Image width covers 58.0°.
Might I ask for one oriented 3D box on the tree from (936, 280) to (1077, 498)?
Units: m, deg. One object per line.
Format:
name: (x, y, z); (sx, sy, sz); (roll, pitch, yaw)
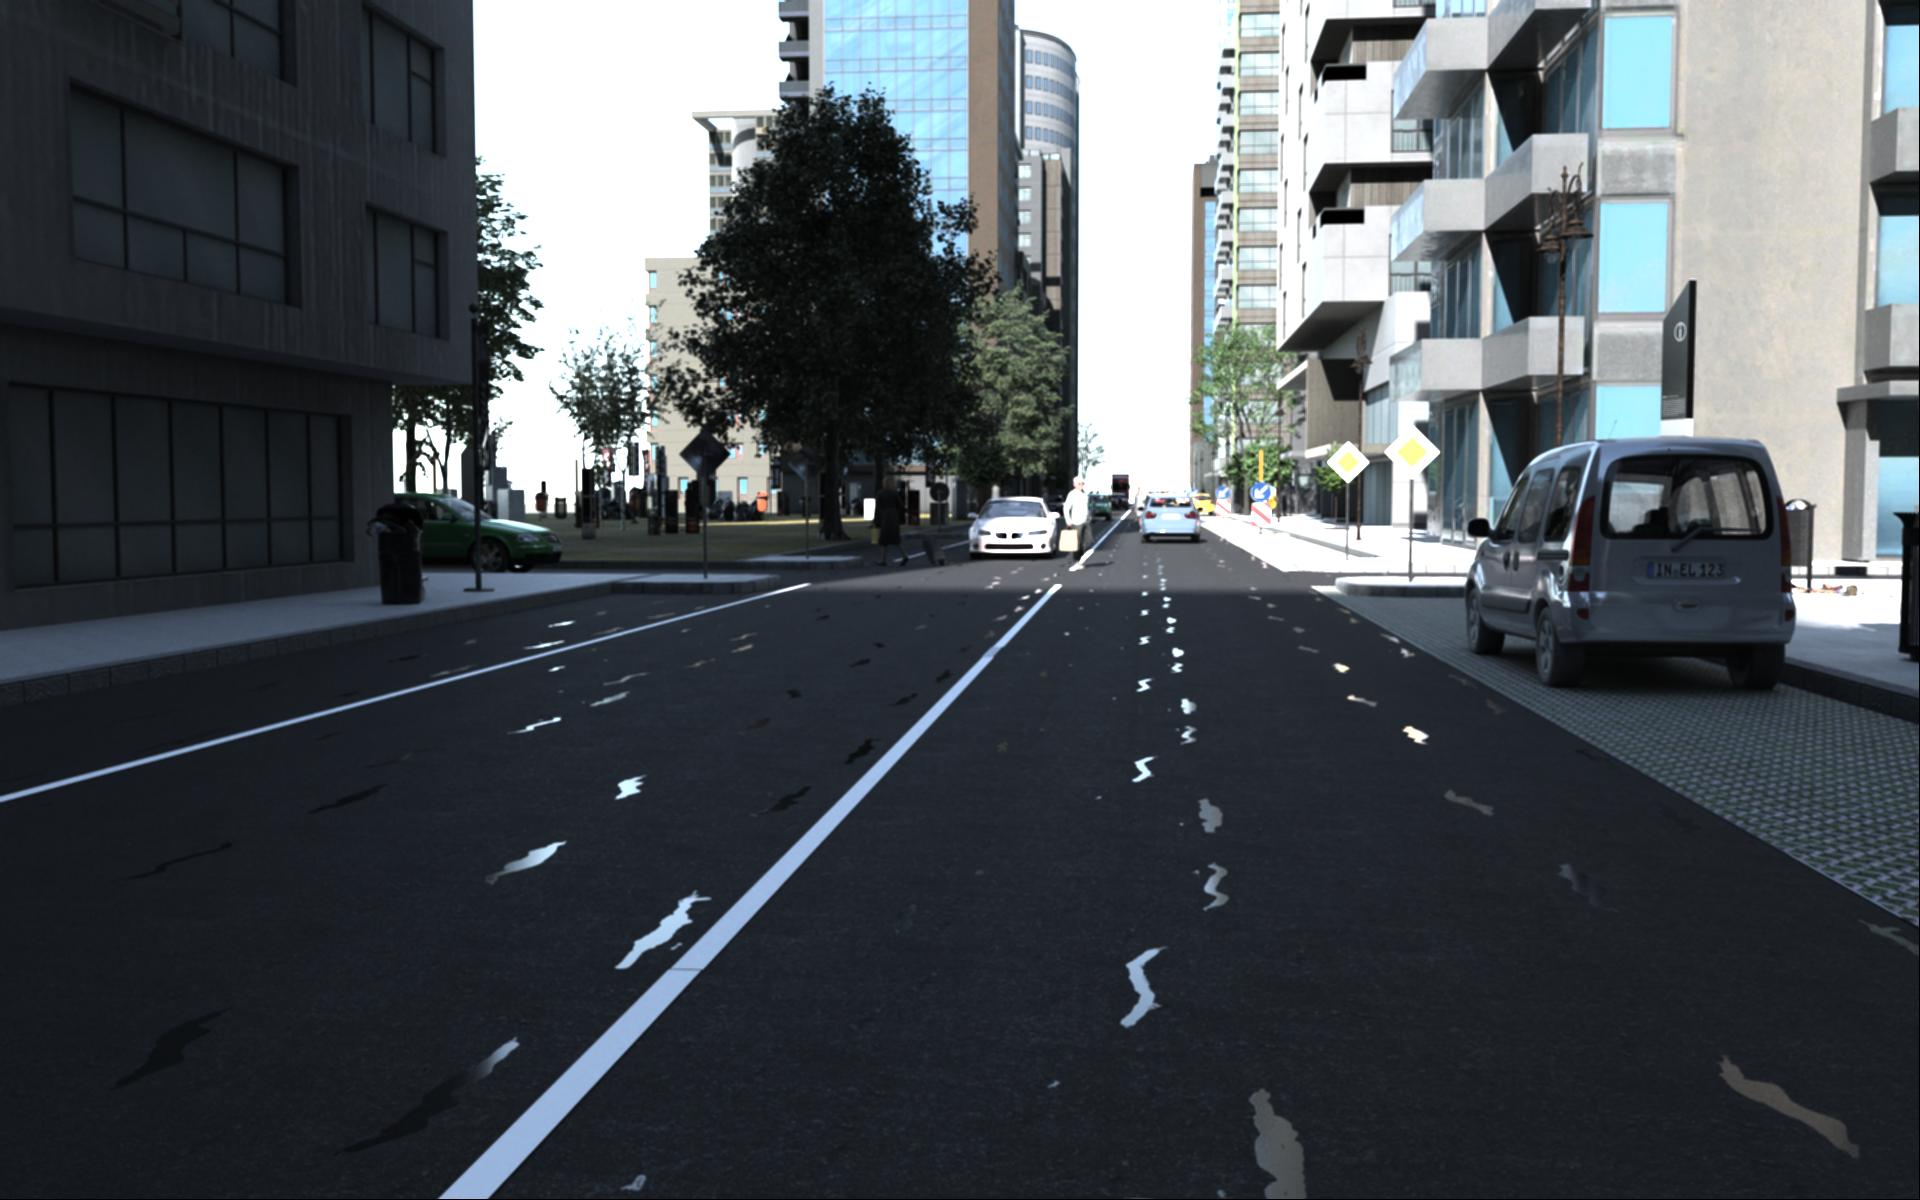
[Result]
tree: (2.007, -11.986, 102.634); (9.857, 13.997, 8.962); (0, 3, 0)

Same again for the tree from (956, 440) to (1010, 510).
tree: (1.193, -6.821, 95.234); (4.285, 4.588, 4.351); (0, 3, 0)

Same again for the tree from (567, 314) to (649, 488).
tree: (-15.271, -7.423, 71.724); (4.737, 8.622, 4.395); (0, 3, 0)

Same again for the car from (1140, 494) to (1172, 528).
car: (8.412, -3.828, 72.818); (2.015, 1.641, 3.980); (0, 4, 5)

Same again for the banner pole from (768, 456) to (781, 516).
banner pole: (-10.839, -6.798, 101.156); (0.863, 3.779, 0.401); (-1, 4, -13)

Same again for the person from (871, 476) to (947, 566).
person: (-1.077, -1.584, 34.622); (1.509, 1.804, 0.699); (2, 4, 27)

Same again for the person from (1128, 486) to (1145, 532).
person: (6.765, -3.469, 65.965); (0.760, 1.731, 0.466); (1, 4, 16)

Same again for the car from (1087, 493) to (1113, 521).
car: (7.380, -5.255, 94.714); (1.959, 1.807, 4.718); (0, 4, 6)

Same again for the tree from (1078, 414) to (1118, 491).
tree: (19.041, -21.737, 265.762); (12.009, 13.543, 11.850); (0, 3, 0)

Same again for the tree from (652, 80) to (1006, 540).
tree: (-3.566, -8.026, 48.230); (9.611, 12.733, 9.660); (0, 3, 0)

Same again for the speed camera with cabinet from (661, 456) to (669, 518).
speed camera with cabinet: (-15.302, -5.835, 89.742); (0.660, 3.252, 2.038); (0, 4, 1)

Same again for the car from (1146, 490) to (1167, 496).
car: (18.488, -9.368, 161.838); (2.281, 1.827, 5.304); (0, 4, 6)

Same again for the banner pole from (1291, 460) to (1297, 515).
banner pole: (20.298, -7.038, 105.080); (0.401, 3.779, 0.863); (-1, 4, -20)

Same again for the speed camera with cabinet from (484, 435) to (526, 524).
speed camera with cabinet: (-15.053, -3.848, 57.256); (0.660, 3.252, 2.038); (-3, 4, -38)

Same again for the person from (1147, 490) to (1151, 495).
person: (15.482, -8.178, 142.992); (0.721, 1.735, 1.217); (-1, 4, -14)

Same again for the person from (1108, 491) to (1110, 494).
person: (16.622, -11.235, 192.894); (1.217, 1.736, 0.721); (3, 4, 38)

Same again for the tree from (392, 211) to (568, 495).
tree: (-12.090, -5.463, 39.685); (4.737, 8.622, 4.395); (0, 3, 0)

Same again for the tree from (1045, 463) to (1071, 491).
tree: (9.872, -12.006, 180.007); (4.285, 4.588, 4.351); (0, 3, 0)

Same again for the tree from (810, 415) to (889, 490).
tree: (-4.122, -8.097, 82.745); (4.360, 8.622, 3.978); (0, 3, 0)

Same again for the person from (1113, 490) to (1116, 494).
person: (18.422, -12.176, 207.212); (1.348, 1.869, 0.705); (2, 4, 29)

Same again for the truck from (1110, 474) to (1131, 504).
truck: (22.496, -15.517, 242.613); (2.839, 4.237, 11.283); (0, 4, 6)

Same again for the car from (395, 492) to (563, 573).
car: (-9.464, -1.350, 30.869); (4.718, 1.807, 1.959); (0, 4, 5)

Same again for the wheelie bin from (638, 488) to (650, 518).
wheelie bin: (-17.042, -5.250, 93.742); (0.980, 1.594, 0.693); (-1, 4, -20)

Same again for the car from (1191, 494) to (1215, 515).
car: (16.529, -6.658, 119.080); (2.015, 1.641, 3.980); (0, 4, 5)

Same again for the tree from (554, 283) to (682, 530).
tree: (-11.877, -6.777, 61.162); (4.360, 8.622, 3.978); (0, 3, 0)

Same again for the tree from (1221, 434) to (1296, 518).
tree: (16.743, -6.750, 94.073); (4.285, 4.588, 4.351); (0, 3, 0)

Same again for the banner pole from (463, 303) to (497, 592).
banner pole: (-6.259, -1.995, 22.634); (0.401, 3.779, 0.863); (-2, 4, -31)

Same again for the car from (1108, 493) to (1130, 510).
car: (14.806, -9.348, 161.872); (2.155, 1.783, 4.494); (0, 4, 5)

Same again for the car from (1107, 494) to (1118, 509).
car: (14.675, -9.661, 169.952); (2.014, 1.417, 4.499); (0, 4, 7)

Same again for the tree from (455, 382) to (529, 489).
tree: (-24.829, -8.561, 90.334); (4.360, 8.622, 3.978); (0, 3, 0)

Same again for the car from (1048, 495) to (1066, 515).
car: (6.387, -6.540, 119.505); (1.945, 1.354, 3.894); (0, 4, 6)

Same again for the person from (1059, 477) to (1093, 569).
person: (2.204, -1.483, 33.233); (0.515, 1.767, 0.782); (3, 5, 42)

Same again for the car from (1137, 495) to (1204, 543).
car: (6.326, -2.449, 52.044); (2.014, 1.417, 4.499); (0, 4, 7)

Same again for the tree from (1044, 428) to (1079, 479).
tree: (10.381, -14.386, 185.569); (4.737, 8.622, 4.395); (0, 3, 0)

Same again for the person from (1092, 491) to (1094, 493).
person: (12.401, -9.451, 163.472); (0.683, 1.767, 0.568); (0, 4, -7)

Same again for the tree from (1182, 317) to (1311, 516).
tree: (16.798, -10.699, 100.678); (9.928, 11.665, 9.643); (0, 3, 0)

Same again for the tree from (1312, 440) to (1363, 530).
tree: (13.433, -4.148, 62.417); (1.663, 3.219, 1.824); (0, 3, 0)

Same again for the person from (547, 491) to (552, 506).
person: (-46.600, -11.392, 195.577); (1.217, 1.723, 0.721); (1, 4, 13)

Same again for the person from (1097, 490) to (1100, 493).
person: (13.865, -10.119, 173.941); (0.705, 1.824, 1.348); (-2, 4, -23)

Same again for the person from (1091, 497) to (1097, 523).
person: (6.582, -4.468, 85.826); (0.394, 1.301, 0.425); (1, 4, 12)

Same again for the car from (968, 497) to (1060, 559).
car: (1.259, -1.673, 39.708); (2.083, 1.381, 4.827); (0, 4, 5)

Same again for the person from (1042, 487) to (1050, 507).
person: (4.301, -4.765, 86.592); (0.728, 1.800, 0.709); (0, 4, -5)

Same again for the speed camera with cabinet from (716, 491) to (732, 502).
speed camera with cabinet: (-14.167, -6.483, 100.336); (2.038, 3.252, 0.660); (-3, 5, -44)

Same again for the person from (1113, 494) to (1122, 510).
person: (13.944, -8.640, 152.959); (0.628, 1.438, 0.799); (1, 4, 22)

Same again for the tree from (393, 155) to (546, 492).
tree: (-15.499, -8.066, 50.005); (7.486, 12.596, 7.792); (0, 3, 0)

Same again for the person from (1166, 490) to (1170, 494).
person: (13.238, -6.224, 111.079); (0.721, 1.723, 1.217); (-3, 4, -38)
